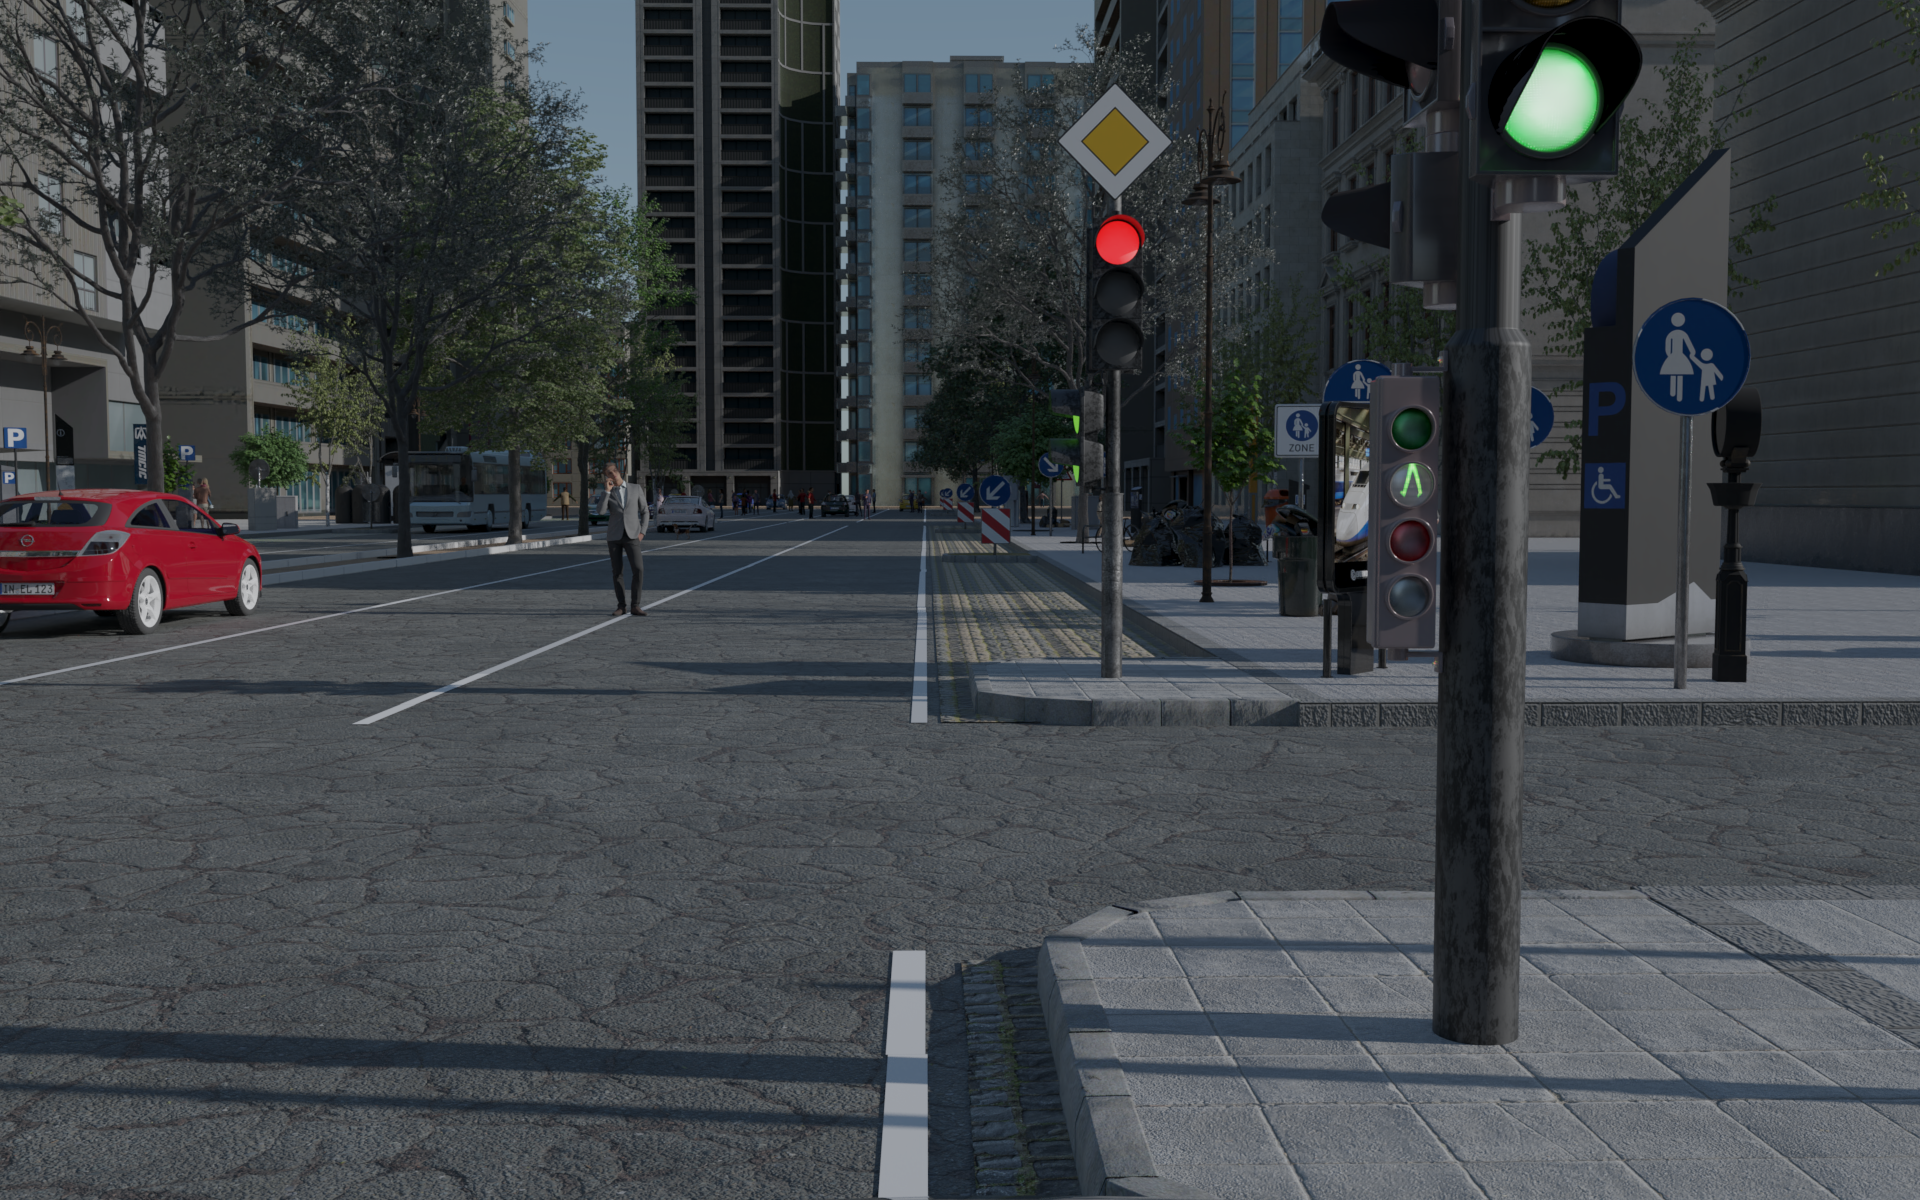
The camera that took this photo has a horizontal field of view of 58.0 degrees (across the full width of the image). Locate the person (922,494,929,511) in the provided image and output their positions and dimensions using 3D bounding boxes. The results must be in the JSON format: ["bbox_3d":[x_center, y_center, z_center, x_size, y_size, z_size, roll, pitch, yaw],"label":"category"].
[{"bbox_3d":[-3.145,-8.262,146.843,1.065,1.426,0.557,0,4,-1],"label":"person"}]

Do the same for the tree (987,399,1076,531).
[{"bbox_3d":[2.612,-4.664,59.967,4.285,4.588,4.351,0,3,0],"label":"tree"}]

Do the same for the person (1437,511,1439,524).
[{"bbox_3d":[6.242,-1.059,23.750,0.661,1.777,0.834,2,4,33],"label":"person"}]

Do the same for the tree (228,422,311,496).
[{"bbox_3d":[-33.559,-6.203,85.137,4.285,4.588,4.351,0,3,0],"label":"tree"}]

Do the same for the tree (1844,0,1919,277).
[{"bbox_3d":[12.039,-4.170,18.537,4.737,8.622,4.395,0,3,0],"label":"tree"}]

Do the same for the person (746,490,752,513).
[{"bbox_3d":[-16.020,-7.433,130.717,1.217,1.739,0.721,-2,4,-24],"label":"person"}]

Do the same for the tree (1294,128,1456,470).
[{"bbox_3d":[9.541,-5.167,34.835,4.737,8.622,4.395,0,3,0],"label":"tree"}]

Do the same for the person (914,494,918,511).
[{"bbox_3d":[-3.836,-8.350,148.208,0.799,1.438,0.628,-1,4,-9],"label":"person"}]

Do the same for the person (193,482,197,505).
[{"bbox_3d":[-30.377,-3.782,68.239,0.716,1.782,0.532,0,4,2],"label":"person"}]

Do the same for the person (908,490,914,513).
[{"bbox_3d":[-3.801,-7.657,134.134,0.683,1.767,0.568,3,5,44],"label":"person"}]

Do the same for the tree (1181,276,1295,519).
[{"bbox_3d":[10.327,-6.550,57.457,4.737,8.622,4.395,0,3,0],"label":"tree"}]

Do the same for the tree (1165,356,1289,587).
[{"bbox_3d":[3.945,-1.819,24.341,1.663,3.219,1.824,0,3,0],"label":"tree"}]

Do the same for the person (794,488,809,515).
[{"bbox_3d":[-10.729,-6.687,117.770,1.348,1.831,0.705,3,4,37],"label":"person"}]

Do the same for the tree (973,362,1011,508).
[{"bbox_3d":[2.229,-8.594,90.881,4.737,8.622,4.395,0,3,0],"label":"tree"}]

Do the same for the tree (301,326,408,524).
[{"bbox_3d":[-25.430,-7.544,73.702,4.360,8.622,3.978,0,3,0],"label":"tree"}]

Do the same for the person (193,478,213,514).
[{"bbox_3d":[-25.295,-3.174,57.914,0.573,1.828,0.580,-1,4,-9],"label":"person"}]

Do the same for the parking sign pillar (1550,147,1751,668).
[{"bbox_3d":[5.350,-1.521,13.345,1.447,3.967,1.447,-3,4,-37],"label":"parking sign pillar"}]

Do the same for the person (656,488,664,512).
[{"bbox_3d":[-16.148,-5.120,92.879,0.621,1.740,0.551,1,4,13],"label":"person"}]

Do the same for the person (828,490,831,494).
[{"bbox_3d":[-9.932,-7.568,133.038,0.445,1.727,0.742,-2,4,-31],"label":"person"}]

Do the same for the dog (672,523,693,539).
[{"bbox_3d":[-8.758,-2.163,54.647,0.406,0.507,0.540,3,5,40],"label":"dog"}]

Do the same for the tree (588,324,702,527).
[{"bbox_3d":[-12.740,-7.302,72.213,4.737,8.622,4.395,0,3,0],"label":"tree"}]

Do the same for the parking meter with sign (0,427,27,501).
[{"bbox_3d":[-25.280,-3.036,45.906,1.738,3.016,0.543,3,5,44],"label":"parking meter with sign"}]

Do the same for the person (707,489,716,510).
[{"bbox_3d":[-16.221,-6.355,113.132,0.721,1.743,1.217,-2,4,-27],"label":"person"}]

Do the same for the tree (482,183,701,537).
[{"bbox_3d":[-12.407,-7.884,57.110,9.928,11.665,9.643,0,3,0],"label":"tree"}]

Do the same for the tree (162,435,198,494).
[{"bbox_3d":[-25.669,-3.782,56.435,1.663,3.219,1.824,0,3,0],"label":"tree"}]

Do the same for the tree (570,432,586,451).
[{"bbox_3d":[-26.033,-10.749,126.100,4.737,8.622,4.395,0,3,0],"label":"tree"}]

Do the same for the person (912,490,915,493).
[{"bbox_3d":[-4.070,-9.010,156.349,0.750,1.759,0.617,2,4,33],"label":"person"}]

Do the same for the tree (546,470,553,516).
[{"bbox_3d":[-24.997,-6.678,103.788,1.663,3.219,1.824,0,3,0],"label":"tree"}]

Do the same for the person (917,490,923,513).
[{"bbox_3d":[-3.122,-7.419,130.334,0.617,1.759,0.750,-3,4,-37],"label":"person"}]

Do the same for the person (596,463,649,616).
[{"bbox_3d":[-3.966,-0.720,20.449,0.592,1.802,0.473,0,4,6],"label":"person"}]

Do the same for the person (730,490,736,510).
[{"bbox_3d":[-19.802,-8.696,151.124,0.568,1.767,0.683,-3,5,-43],"label":"person"}]

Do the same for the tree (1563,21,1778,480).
[{"bbox_3d":[11.024,-4.748,27.987,4.737,8.622,4.395,0,3,0],"label":"tree"}]

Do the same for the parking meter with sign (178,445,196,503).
[{"bbox_3d":[-27.387,-3.971,61.179,0.543,3.016,1.738,-1,4,-17],"label":"parking meter with sign"}]

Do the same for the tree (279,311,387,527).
[{"bbox_3d":[-24.842,-7.212,68.287,4.737,8.622,4.395,0,3,0],"label":"tree"}]

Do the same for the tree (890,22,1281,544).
[{"bbox_3d":[3.297,-8.214,44.668,12.009,13.543,11.850,0,3,0],"label":"tree"}]

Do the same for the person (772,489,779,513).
[{"bbox_3d":[-14.147,-7.592,132.574,0.705,1.831,1.348,1,4,11],"label":"person"}]

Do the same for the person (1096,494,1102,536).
[{"bbox_3d":[4.131,-2.446,50.300,0.640,1.303,0.475,2,4,28],"label":"person"}]

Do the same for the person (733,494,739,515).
[{"bbox_3d":[-14.974,-6.365,115.804,0.421,1.427,0.697,0,4,1],"label":"person"}]

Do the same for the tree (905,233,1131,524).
[{"bbox_3d":[2.739,-9.678,75.249,9.611,12.733,9.660,0,3,0],"label":"tree"}]

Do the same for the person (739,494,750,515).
[{"bbox_3d":[-14.663,-6.444,117.113,1.065,1.426,0.557,-3,4,-38],"label":"person"}]

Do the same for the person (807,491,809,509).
[{"bbox_3d":[-14.199,-9.473,163.902,0.721,1.766,1.217,-1,4,-11],"label":"person"}]

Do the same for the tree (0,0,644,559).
[{"bbox_3d":[-12.236,-7.640,37.741,12.009,13.543,11.850,0,3,0],"label":"tree"}]

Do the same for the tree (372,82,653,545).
[{"bbox_3d":[-12.509,-7.811,48.288,7.486,12.596,7.792,0,3,0],"label":"tree"}]

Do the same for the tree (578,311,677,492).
[{"bbox_3d":[-12.741,-6.867,65.097,4.360,8.622,3.978,0,3,0],"label":"tree"}]

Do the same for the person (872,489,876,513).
[{"bbox_3d":[-6.556,-7.534,131.659,0.705,1.826,1.348,0,4,-3],"label":"person"}]

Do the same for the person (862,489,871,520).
[{"bbox_3d":[-5.220,-5.352,96.925,0.541,1.710,0.530,0,4,-7],"label":"person"}]

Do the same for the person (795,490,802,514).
[{"bbox_3d":[-11.845,-7.214,127.280,0.721,1.723,1.217,-2,4,-31],"label":"person"}]

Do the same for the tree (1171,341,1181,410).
[{"bbox_3d":[10.191,-7.022,65.165,4.737,8.622,4.395,0,3,0],"label":"tree"}]

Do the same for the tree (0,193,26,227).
[{"bbox_3d":[-11.624,-5.732,14.306,7.486,12.596,7.792,0,3,0],"label":"tree"}]
